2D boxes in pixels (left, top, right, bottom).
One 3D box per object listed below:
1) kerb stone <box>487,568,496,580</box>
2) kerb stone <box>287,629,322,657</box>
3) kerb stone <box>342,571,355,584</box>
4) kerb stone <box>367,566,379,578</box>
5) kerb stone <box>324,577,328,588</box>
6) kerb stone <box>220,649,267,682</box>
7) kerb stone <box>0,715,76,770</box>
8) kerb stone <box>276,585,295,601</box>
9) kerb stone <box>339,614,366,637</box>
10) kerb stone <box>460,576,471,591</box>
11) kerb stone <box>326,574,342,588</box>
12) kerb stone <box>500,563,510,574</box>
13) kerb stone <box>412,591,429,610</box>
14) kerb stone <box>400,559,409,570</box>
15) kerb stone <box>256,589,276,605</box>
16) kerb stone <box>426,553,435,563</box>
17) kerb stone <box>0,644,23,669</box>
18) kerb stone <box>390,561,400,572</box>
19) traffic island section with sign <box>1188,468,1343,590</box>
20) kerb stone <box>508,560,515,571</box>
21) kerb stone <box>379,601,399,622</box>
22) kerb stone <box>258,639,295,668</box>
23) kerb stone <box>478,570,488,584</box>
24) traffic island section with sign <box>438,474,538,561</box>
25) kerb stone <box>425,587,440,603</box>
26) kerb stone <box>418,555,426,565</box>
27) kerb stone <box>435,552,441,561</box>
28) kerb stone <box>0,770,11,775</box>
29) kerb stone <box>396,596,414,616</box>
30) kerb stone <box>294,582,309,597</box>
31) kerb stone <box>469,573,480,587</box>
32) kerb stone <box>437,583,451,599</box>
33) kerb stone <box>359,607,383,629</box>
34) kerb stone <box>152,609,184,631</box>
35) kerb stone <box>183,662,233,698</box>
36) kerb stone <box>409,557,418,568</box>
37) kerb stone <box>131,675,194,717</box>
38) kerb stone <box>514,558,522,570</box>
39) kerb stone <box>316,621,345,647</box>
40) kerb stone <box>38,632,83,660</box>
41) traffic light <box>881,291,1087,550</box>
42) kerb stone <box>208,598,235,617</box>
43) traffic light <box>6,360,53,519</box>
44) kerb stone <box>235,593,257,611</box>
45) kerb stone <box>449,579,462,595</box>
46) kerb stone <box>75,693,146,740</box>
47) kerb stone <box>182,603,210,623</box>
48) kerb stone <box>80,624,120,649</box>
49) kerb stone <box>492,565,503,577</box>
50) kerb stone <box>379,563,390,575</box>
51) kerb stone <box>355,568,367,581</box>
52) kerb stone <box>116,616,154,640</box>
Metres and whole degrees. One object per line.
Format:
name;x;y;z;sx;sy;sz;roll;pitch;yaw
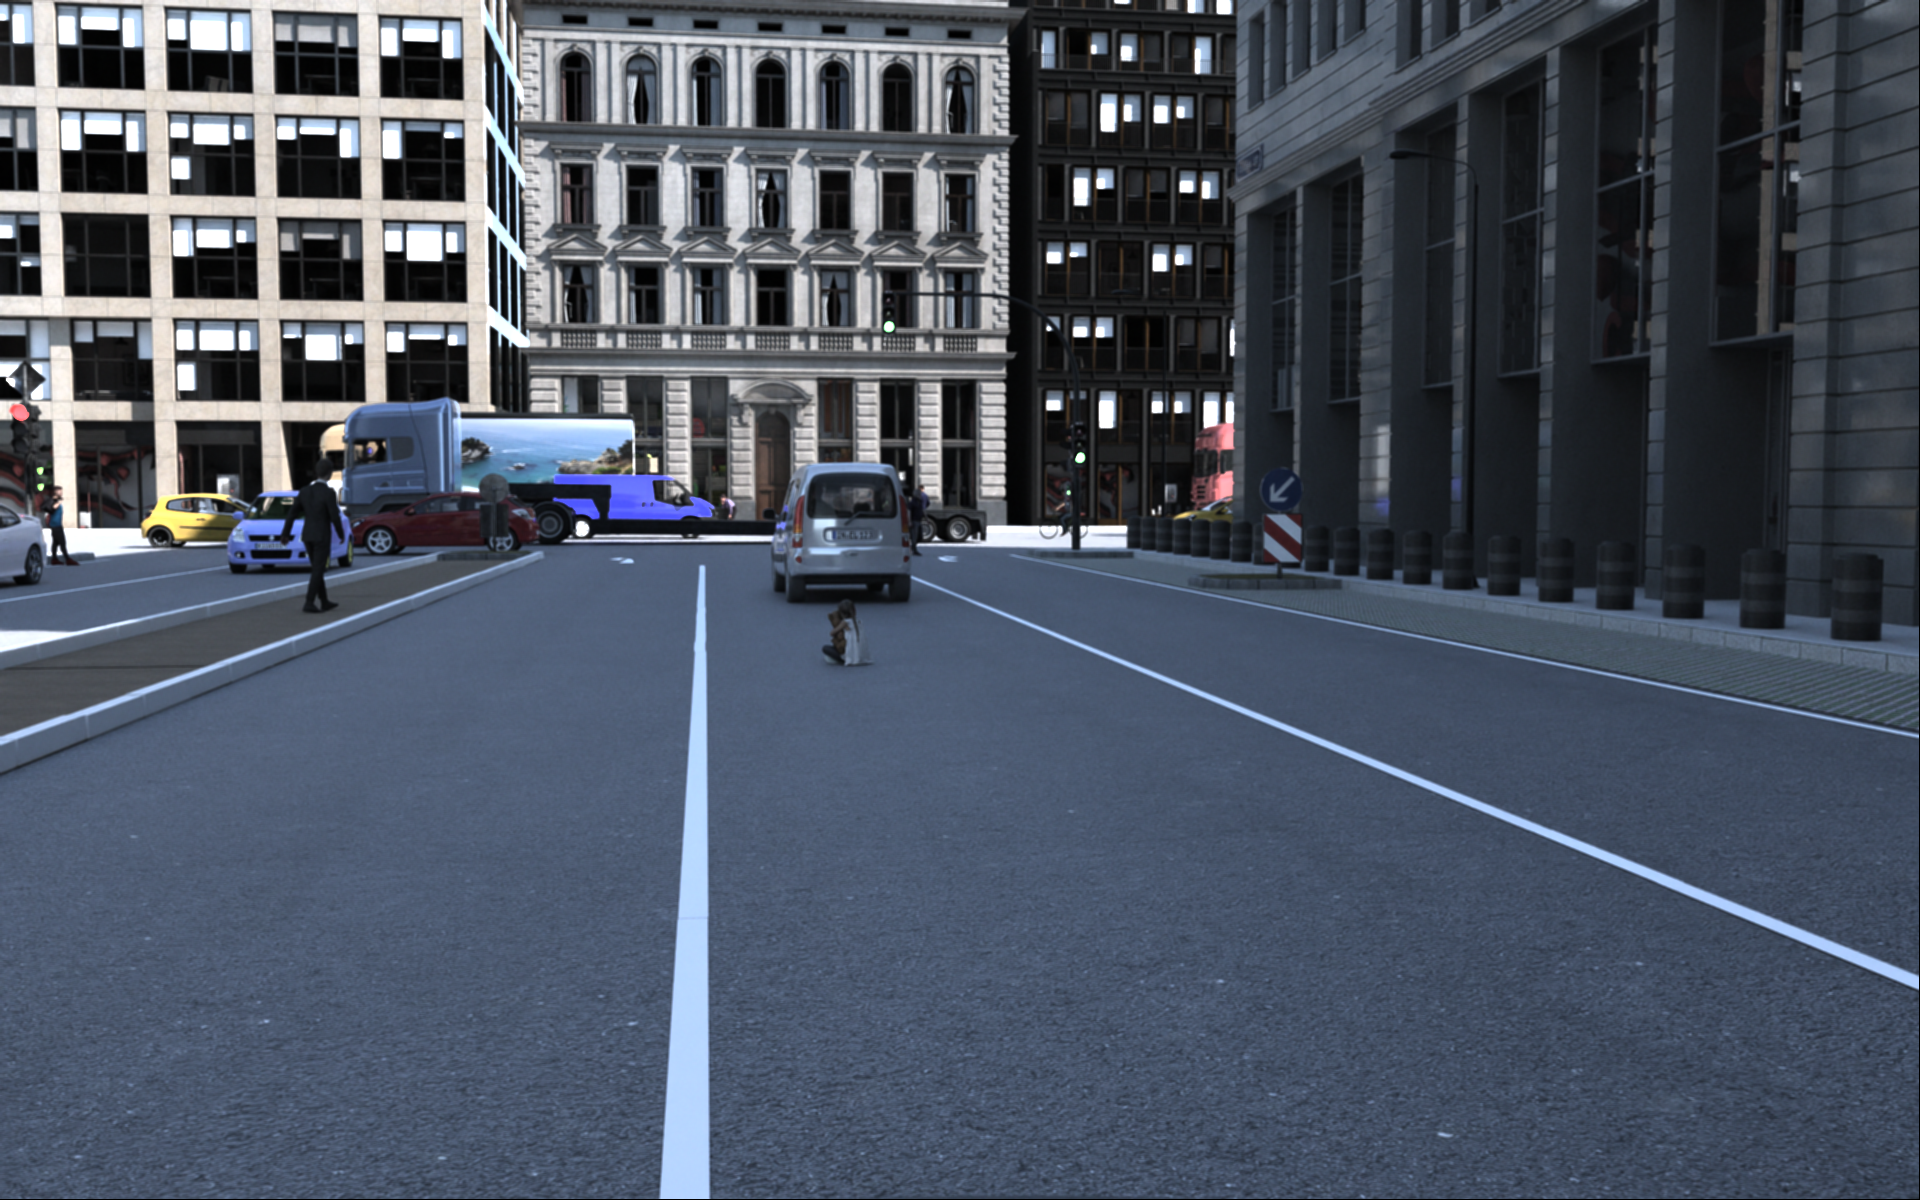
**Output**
kerb stone;-7.908;-0.402;28.893;0.120;0.150;1.000;-1;4;-8
kerb stone;-5.958;0.400;15.652;0.120;0.150;1.000;-1;4;-8
kerb stone;-9.832;-0.329;27.575;0.120;0.150;1.000;-1;4;-8
kerb stone;-10.140;-0.454;29.611;0.120;0.150;1.000;-1;4;-8
kerb stone;-9.538;-0.200;25.544;0.120;0.150;1.000;-1;4;-8
kerb stone;-5.657;0.525;13.618;0.120;0.150;1.000;-1;4;-8
kerb stone;-5.067;0.773;9.555;0.120;0.150;1.000;-1;4;-8
kerb stone;-9.238;-0.078;23.506;0.120;0.150;1.000;-1;4;-8
kerb stone;-6.257;0.277;17.688;0.120;0.150;1.000;-1;4;-8
kerb stone;-7.457;-0.223;25.835;0.120;0.150;1.000;-1;4;-8
kerb stone;-9.689;-0.267;26.559;0.120;0.150;1.000;-1;4;-8
kerb stone;-8.206;-0.532;30.932;0.120;0.150;1.000;-1;4;-8
kerb stone;-6.853;0.026;21.766;0.120;0.150;1.000;-1;4;-8
kerb stone;-10.586;-0.640;32.655;0.120;0.150;1.000;-1;4;-8
kerb stone;-9.092;-0.017;22.480;0.120;0.150;1.000;-1;4;-8
kerb stone;-11.028;-0.827;35.711;0.120;0.150;1.000;-1;4;-8
kerb stone;-7.885;0.481;14.324;0.120;0.150;1.000;-1;4;-8
kerb stone;-10.436;-0.578;31.641;0.120;0.150;1.000;-1;4;-8
traffic island section with sign;4.603;-1.105;26.694;1.989;1.847;2.006;-1;4;-8
kerb stone;-8.367;-0.597;31.949;0.120;0.150;1.000;-1;4;-8
kerb stone;-6.564;0.151;19.720;0.120;0.150;1.000;-1;4;-8
kerb stone;-5.817;0.466;14.632;0.120;0.150;1.000;-1;4;-8
kerb stone;-7.757;-0.347;27.871;0.120;0.150;1.000;-1;4;-8
traffic island section with sign;-10.332;-1.834;38.126;2.006;1.907;1.989;-1;4;-8
kerb stone;-7.016;-0.036;22.782;0.120;0.150;1.000;-1;4;-8
kerb stone;-10.887;-0.764;34.695;0.120;0.150;1.000;-1;4;-8
kerb stone;-11.191;-0.888;36.724;0.120;0.150;1.000;-1;4;-8
kerb stone;-4.914;0.835;8.538;0.120;0.150;1.000;-1;4;-8
kerb stone;-6.717;0.089;20.740;0.120;0.150;1.000;-1;4;-8
kerb stone;-9.385;-0.143;24.529;0.120;0.150;1.000;-1;4;-8
kerb stone;-7.612;-0.284;26.850;0.120;0.150;1.000;-1;4;-8
kerb stone;-7.165;-0.098;23.799;0.120;0.150;1.000;-1;4;-8
kerb stone;-6.411;0.214;18.702;0.120;0.150;1.000;-1;4;-8
kerb stone;-8.486;0.233;18.392;0.120;0.150;1.000;-1;4;-8
kerb stone;-5.512;0.590;12.603;0.120;0.150;1.000;-1;4;-8
kerb stone;-10.738;-0.697;33.681;0.120;0.150;1.000;-1;4;-8
kerb stone;-5.357;0.649;11.589;0.120;0.150;1.000;-1;4;-8
kerb stone;-8.508;-0.650;32.966;0.120;0.150;1.000;-1;4;-8
kerb stone;-6.108;0.340;16.666;0.120;0.150;1.000;-1;4;-8
kerb stone;-8.031;0.419;15.342;0.120;0.150;1.000;-1;4;-8
traffic light;0.579;-3.949;39.228;4.771;5.953;1.251;-1;4;-8
kerb stone;-8.787;0.108;20.448;0.120;0.150;1.000;-1;4;-8
traffic light;-19.585;-2.904;36.397;0.839;4.253;0.868;-1;4;-8
kerb stone;-8.936;0.047;21.466;0.120;0.150;1.000;-1;4;-8
kerb stone;-7.311;-0.159;24.818;0.120;0.150;1.000;-1;4;-8
kerb stone;-5.209;0.715;10.575;0.120;0.150;1.000;-1;4;-8
kerb stone;-8.643;0.170;19.414;0.120;0.150;1.000;-1;4;-8
kerb stone;-8.190;0.359;16.355;0.120;0.150;1.000;-1;4;-8
kerb stone;-8.058;-0.471;29.908;0.120;0.150;1.000;-1;4;-8
kerb stone;-10.287;-0.516;30.626;0.120;0.150;1.000;-1;4;-8
kerb stone;-9.986;-0.392;28.597;0.120;0.150;1.000;-1;4;-8
kerb stone;-8.337;0.295;17.377;0.120;0.150;1.000;-1;4;-8
